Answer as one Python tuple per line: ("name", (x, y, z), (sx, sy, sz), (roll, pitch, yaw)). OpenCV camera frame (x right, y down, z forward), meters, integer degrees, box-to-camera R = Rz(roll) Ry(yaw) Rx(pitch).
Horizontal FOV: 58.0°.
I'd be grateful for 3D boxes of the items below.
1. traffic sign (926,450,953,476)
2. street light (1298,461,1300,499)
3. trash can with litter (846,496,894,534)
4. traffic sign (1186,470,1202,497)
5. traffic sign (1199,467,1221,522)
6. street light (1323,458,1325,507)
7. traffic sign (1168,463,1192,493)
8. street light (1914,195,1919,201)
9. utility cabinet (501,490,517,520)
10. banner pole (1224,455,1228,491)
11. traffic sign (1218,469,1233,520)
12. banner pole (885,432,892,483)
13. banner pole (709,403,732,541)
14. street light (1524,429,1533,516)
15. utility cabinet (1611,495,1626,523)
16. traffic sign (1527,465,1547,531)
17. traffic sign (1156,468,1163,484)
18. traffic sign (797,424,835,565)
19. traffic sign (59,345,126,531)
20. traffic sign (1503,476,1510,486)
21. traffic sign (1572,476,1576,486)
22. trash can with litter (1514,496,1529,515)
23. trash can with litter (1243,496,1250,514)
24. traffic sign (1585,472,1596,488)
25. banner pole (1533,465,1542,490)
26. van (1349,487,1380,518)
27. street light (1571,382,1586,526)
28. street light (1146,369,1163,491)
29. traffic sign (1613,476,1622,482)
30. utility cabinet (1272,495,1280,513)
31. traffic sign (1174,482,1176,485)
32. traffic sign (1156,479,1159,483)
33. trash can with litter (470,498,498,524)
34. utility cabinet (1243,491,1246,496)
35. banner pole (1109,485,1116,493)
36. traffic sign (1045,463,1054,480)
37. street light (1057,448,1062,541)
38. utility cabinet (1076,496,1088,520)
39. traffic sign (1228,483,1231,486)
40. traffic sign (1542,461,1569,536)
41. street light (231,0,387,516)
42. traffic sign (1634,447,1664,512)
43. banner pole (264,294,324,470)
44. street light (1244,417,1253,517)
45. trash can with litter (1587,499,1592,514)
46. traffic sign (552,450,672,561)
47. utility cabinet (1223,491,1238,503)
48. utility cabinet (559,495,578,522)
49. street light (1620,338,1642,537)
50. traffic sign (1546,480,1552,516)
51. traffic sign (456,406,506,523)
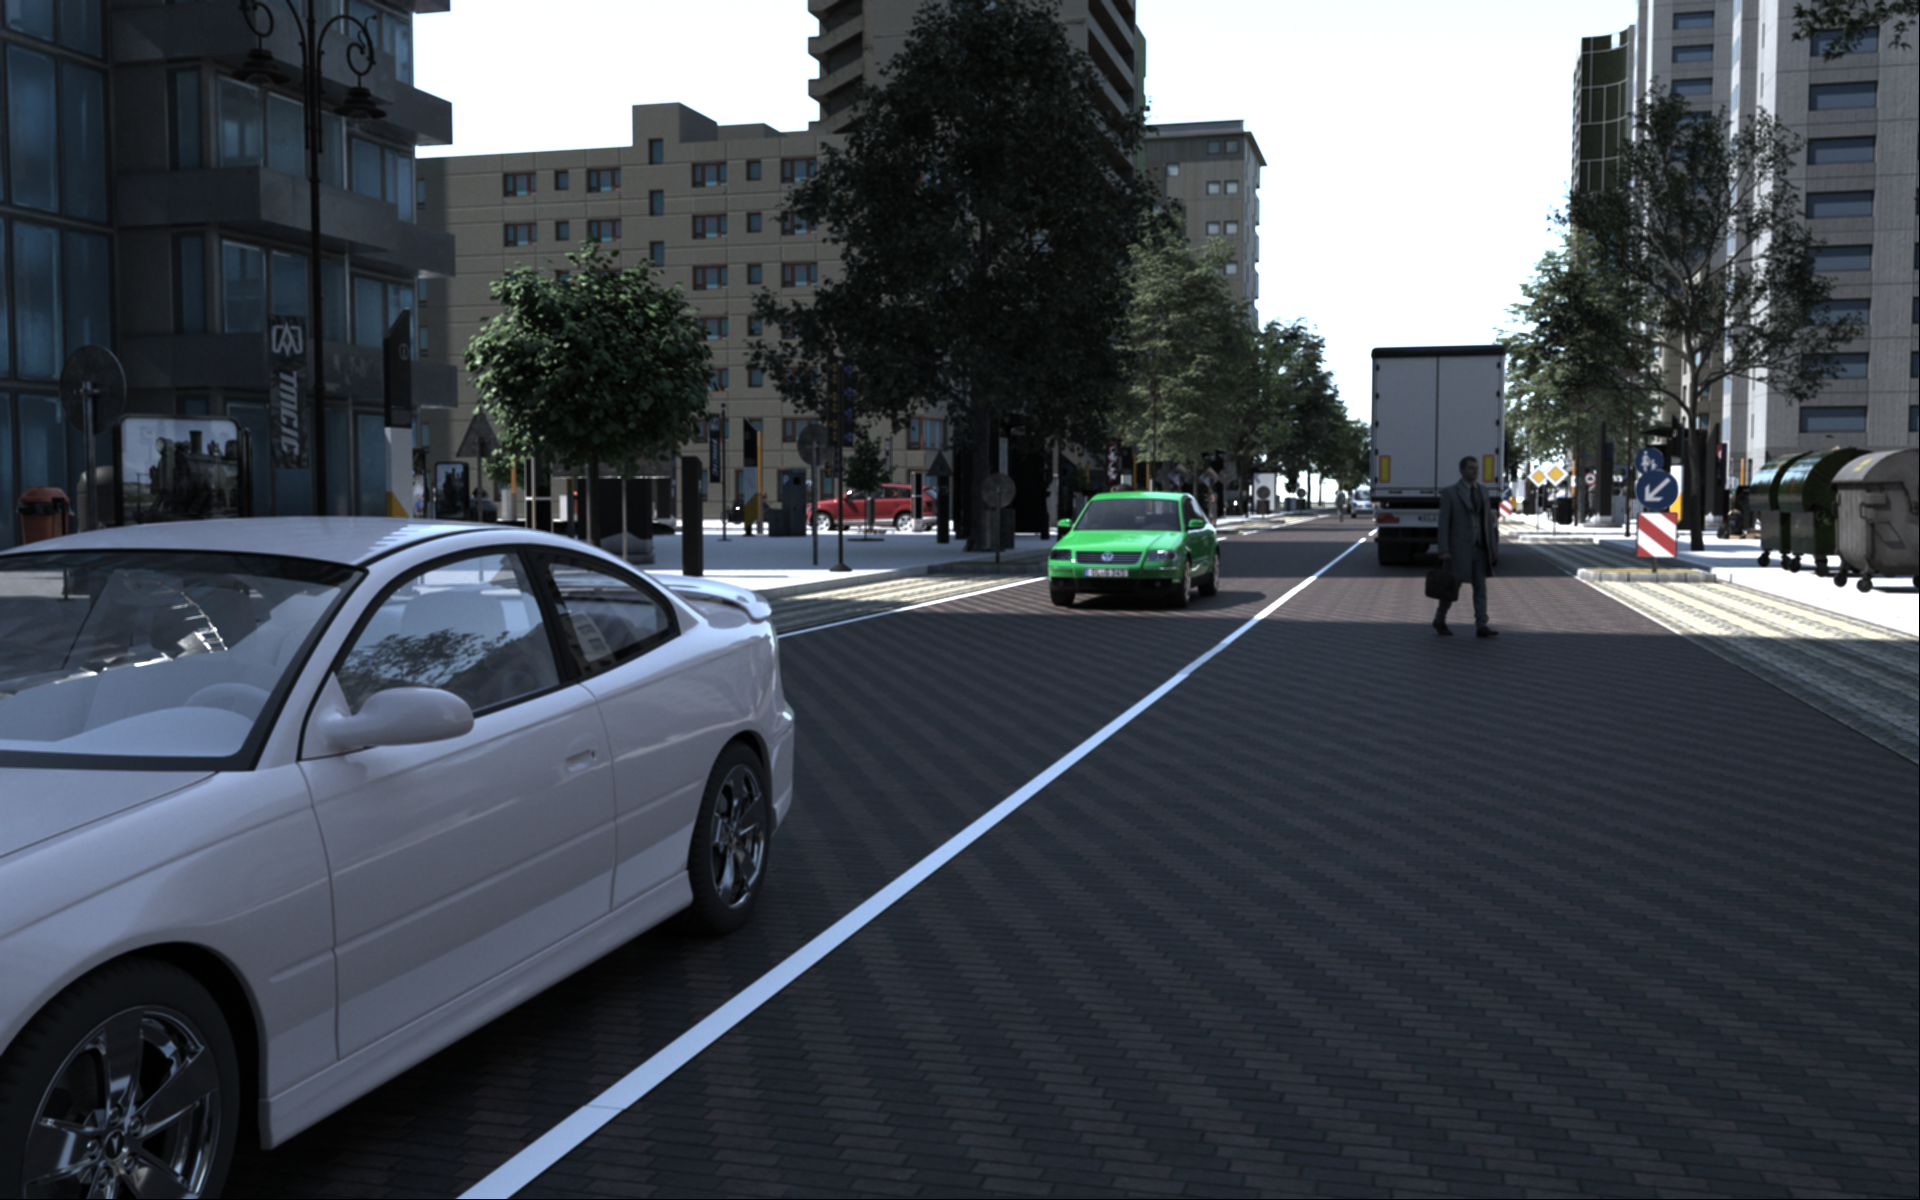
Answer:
("traffic sign", (-0.602, -3.153, 51.555), (0.884, 2.594, 0.081), (1, 4, 22))
("street light", (27.062, -10.113, 138.136), (0.468, 5.910, 1.993), (1, 4, 15))
("trash can with litter", (-2.943, -2.773, 56.398), (1.678, 1.210, 2.233), (-1, 4, -12))
("traffic sign", (12.069, -5.471, 89.456), (0.884, 2.594, 0.081), (2, 4, 25))
("traffic sign", (9.103, -3.642, 63.181), (0.795, 2.450, 0.064), (1, 4, 15))
("street light", (35.894, -12.112, 170.813), (0.468, 5.910, 1.993), (1, 4, 15))
("traffic sign", (7.035, -3.170, 55.467), (0.795, 2.450, 0.064), (1, 4, 15))
("street light", (11.441, -2.890, 20.047), (0.468, 5.910, 1.993), (1, 4, 15))
("utility cabinet", (-21.915, -4.616, 84.149), (0.318, 1.500, 1.173), (1, 4, 8))
("banner pole", (17.114, -7.443, 111.715), (0.401, 3.779, 0.863), (3, 4, 37))
("traffic sign", (13.361, -5.331, 87.269), (0.768, 2.556, 0.104), (1, 4, 21))
("banner pole", (-2.799, -4.791, 68.351), (0.401, 3.779, 0.863), (1, 4, 19))
("banner pole", (-6.604, -3.510, 47.413), (0.401, 3.779, 0.863), (2, 4, 30))
("street light", (32.940, -7.807, 100.430), (0.468, 5.910, 1.993), (1, 4, 15))
("utility cabinet", (29.063, -4.000, 76.557), (1.020, 1.237, 0.306), (-3, 5, -42))
("traffic sign", (20.105, -3.461, 60.222), (0.795, 2.450, 0.064), (1, 4, 15))
("traffic sign", (9.918, -5.170, 84.638), (0.768, 2.556, 0.104), (1, 4, 22))
("traffic sign", (-2.619, -1.908, 31.300), (0.768, 2.556, 0.104), (2, 4, 24))
("traffic sign", (-7.419, -0.898, 14.794), (0.768, 2.556, 0.104), (1, 4, 23))
("traffic sign", (39.131, -7.616, 124.624), (0.768, 2.556, 0.104), (2, 4, 24))
("traffic sign", (34.996, -5.881, 98.287), (0.606, 2.300, 0.079), (1, 4, 22))
("trash can with litter", (35.242, -5.930, 108.345), (1.055, 1.170, 0.624), (0, 4, 1))
("trash can with litter", (18.378, -6.175, 112.347), (0.624, 1.170, 1.055), (2, 4, 29))
("traffic sign", (36.651, -6.157, 100.771), (0.768, 2.556, 0.104), (1, 4, 18))
("banner pole", (43.041, -8.497, 128.944), (0.863, 3.779, 0.401), (3, 5, 42))
("van", (24.641, -6.004, 105.183), (2.013, 2.044, 4.112), (1, 4, 14))
("street light", (24.396, -5.850, 68.433), (0.468, 5.910, 1.993), (1, 4, 15))
("street light", (7.177, -5.571, 63.876), (0.468, 5.910, 1.993), (1, 4, 15))
("traffic sign", (36.024, -5.687, 95.115), (0.606, 2.300, 0.079), (1, 4, 15))
("utility cabinet", (20.894, -6.406, 115.896), (1.020, 1.237, 0.306), (-1, 4, -11))
("traffic sign", (11.959, -5.939, 97.203), (0.768, 2.556, 0.104), (1, 4, 19))
("traffic sign", (10.485, -5.413, 89.691), (0.795, 2.450, 0.064), (1, 4, 23))
("trash can with litter", (-11.654, -1.940, 43.114), (0.624, 1.170, 1.055), (-3, 4, -39))
("utility cabinet", (18.917, -6.618, 116.880), (1.173, 1.500, 0.318), (-2, 4, -34))
("banner pole", (10.698, -8.050, 121.640), (0.863, 3.779, 0.401), (1, 4, 17))
("traffic sign", (3.051, -3.913, 63.975), (0.884, 2.594, 0.081), (2, 4, 24))
("street light", (2.701, -4.527, 46.809), (0.468, 5.910, 1.993), (1, 4, 15))
("utility cabinet", (3.705, -2.550, 52.852), (0.306, 1.237, 1.020), (1, 4, 8))
("traffic sign", (17.512, -7.030, 114.945), (0.884, 2.594, 0.081), (1, 4, 16))
("traffic sign", (18.037, -2.989, 52.508), (0.795, 2.450, 0.064), (1, 4, 15))
("street light", (-5.743, -2.611, 15.479), (0.468, 5.910, 1.993), (1, 4, 15))
("traffic sign", (18.783, -2.885, 47.274), (0.768, 2.556, 0.104), (1, 4, 17))
("banner pole", (-8.161, -1.926, 21.511), (0.863, 3.779, 0.401), (-3, 5, -40))
("street light", (15.949, -7.544, 96.131), (0.468, 5.910, 1.993), (1, 4, 15))
("trash can with litter", (40.327, -6.096, 111.057), (1.055, 1.170, 0.624), (2, 4, 27))
("traffic sign", (-5.466, -2.010, 26.735), (2.265, 3.308, 0.079), (1, 4, 20))
("utility cabinet", (17.230, -6.242, 110.734), (1.173, 1.500, 0.318), (2, 4, 24))
("utility cabinet", (-17.478, -4.061, 77.553), (1.020, 1.237, 0.306), (3, 4, 36))
("street light", (19.870, -4.807, 51.380), (0.468, 5.910, 1.993), (1, 4, 15))
("traffic sign", (34.319, -6.131, 100.340), (0.768, 2.556, 0.104), (1, 4, 21))
("traffic sign", (-7.001, -1.545, 25.257), (0.884, 2.594, 0.081), (1, 4, 22))
